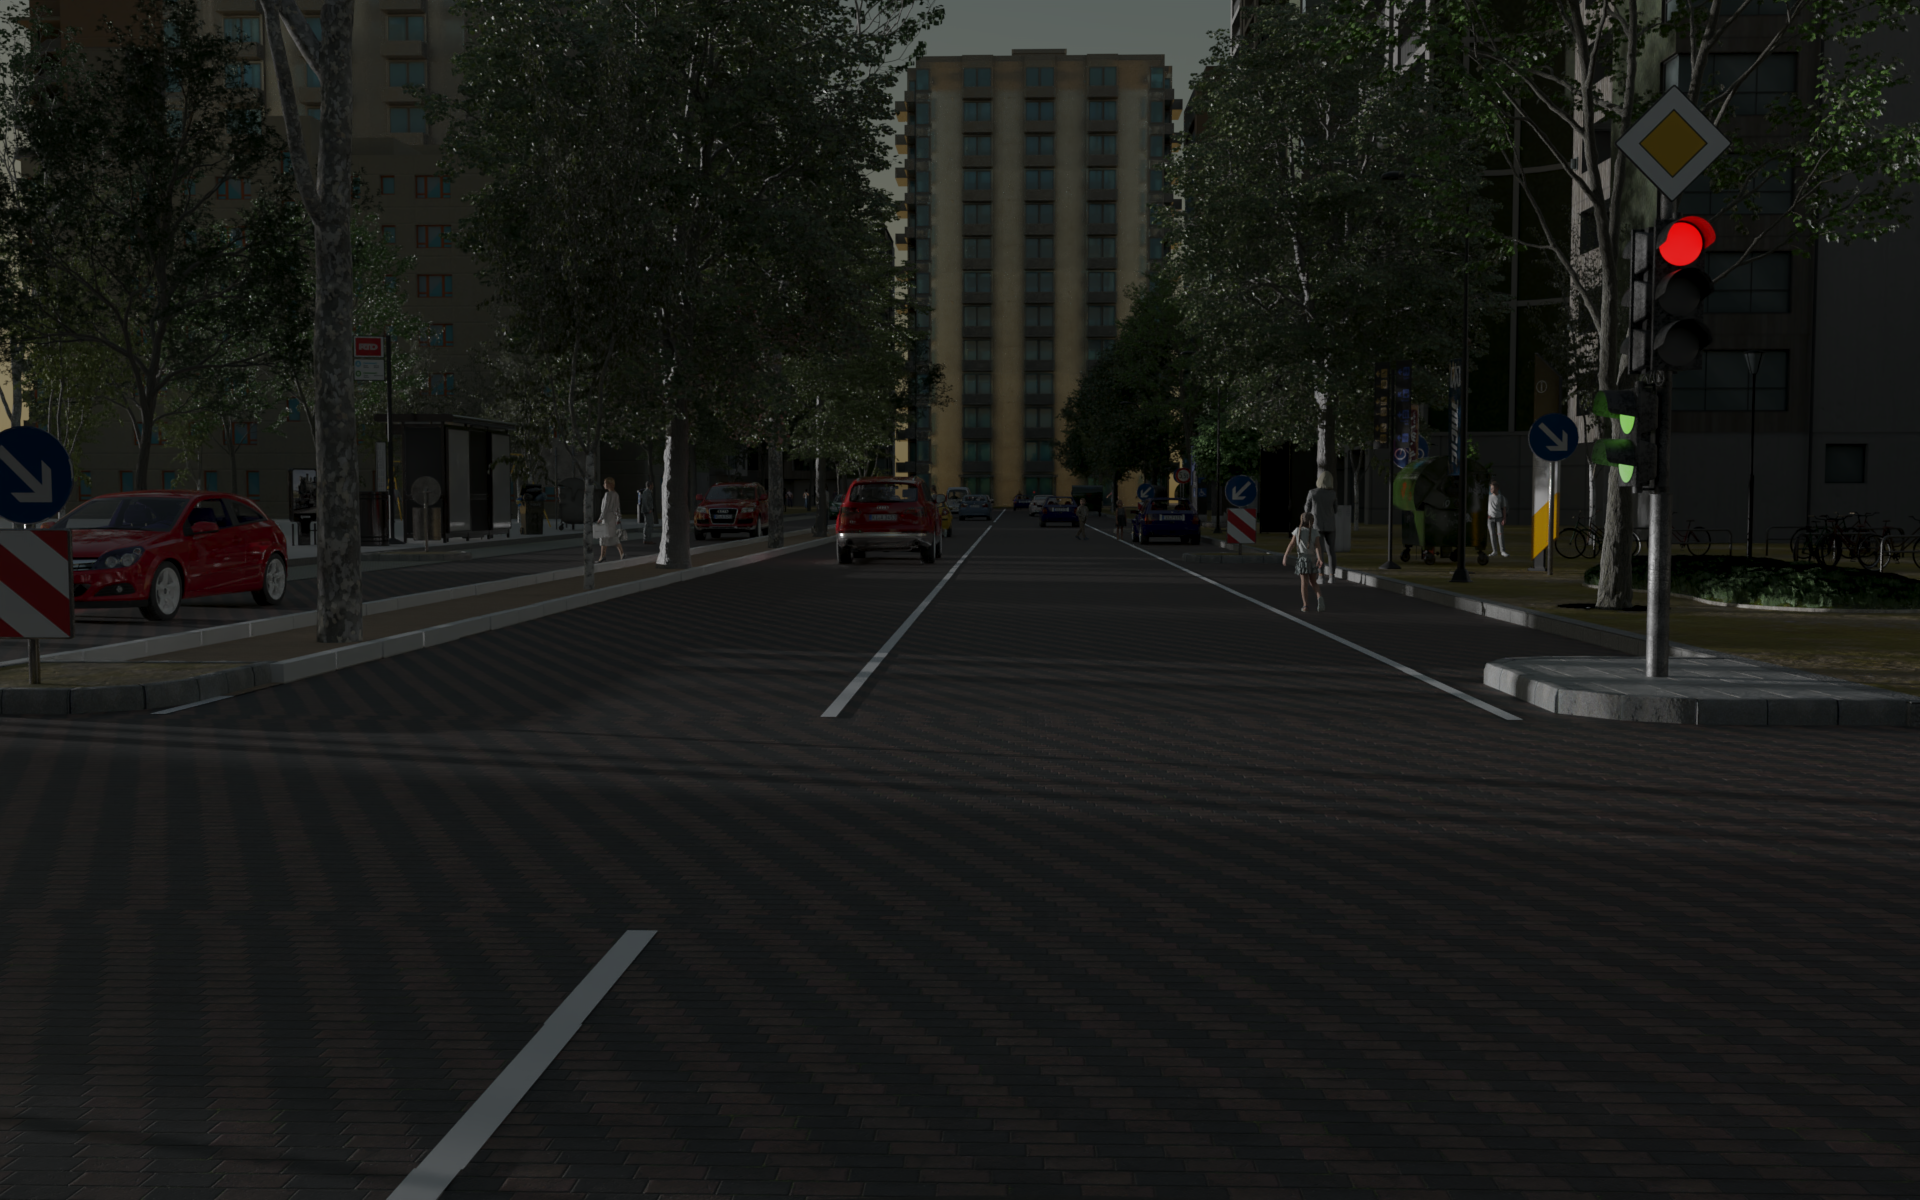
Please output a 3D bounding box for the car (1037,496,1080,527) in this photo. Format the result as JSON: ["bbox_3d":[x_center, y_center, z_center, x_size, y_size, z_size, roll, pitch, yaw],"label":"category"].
[{"bbox_3d":[4.352,-3.877,75.975,1.945,1.354,3.894,0,4,2],"label":"car"}]

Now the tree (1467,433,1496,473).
[{"bbox_3d":[16.152,-3.678,54.732,1.663,3.219,1.824,0,3,0],"label":"tree"}]

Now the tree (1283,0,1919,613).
[{"bbox_3d":[7.265,-5.690,18.780,9.928,11.665,9.643,0,3,0],"label":"tree"}]

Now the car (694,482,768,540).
[{"bbox_3d":[-7.203,-2.862,55.475,2.281,1.827,5.304,0,4,1],"label":"car"}]

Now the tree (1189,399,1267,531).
[{"bbox_3d":[9.390,-4.651,59.761,4.285,4.588,4.351,0,3,0],"label":"tree"}]

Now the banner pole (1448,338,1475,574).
[{"bbox_3d":[8.075,-2.327,28.061,0.401,3.779,0.863,-1,4,-8],"label":"banner pole"}]

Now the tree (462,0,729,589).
[{"bbox_3d":[-5.560,-4.470,25.906,4.360,8.622,3.978,0,3,0],"label":"tree"}]

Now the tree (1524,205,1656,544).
[{"bbox_3d":[16.124,-5.708,43.695,4.360,8.622,3.978,0,3,0],"label":"tree"}]

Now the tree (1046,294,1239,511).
[{"bbox_3d":[11.226,-11.140,99.148,9.611,12.733,9.660,0,3,0],"label":"tree"}]

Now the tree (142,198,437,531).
[{"bbox_3d":[-21.977,-8.179,59.475,9.928,11.665,9.643,0,3,0],"label":"tree"}]

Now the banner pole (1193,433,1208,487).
[{"bbox_3d":[9.764,-4.942,70.821,0.863,3.779,0.401,-1,4,-20],"label":"banner pole"}]

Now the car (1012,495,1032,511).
[{"bbox_3d":[5.495,-8.433,150.464,1.945,1.354,3.894,0,4,2],"label":"car"}]

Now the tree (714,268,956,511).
[{"bbox_3d":[-4.302,-7.921,66.379,8.767,10.594,7.601,0,4,2],"label":"tree"}]

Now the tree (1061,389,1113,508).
[{"bbox_3d":[12.650,-14.664,157.886,7.486,12.596,7.792,0,3,0],"label":"tree"}]

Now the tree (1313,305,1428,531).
[{"bbox_3d":[13.878,-6.712,60.108,4.737,8.622,4.395,0,3,0],"label":"tree"}]

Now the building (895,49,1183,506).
[{"bbox_3d":[8.470,-34.842,189.277,30.456,49.044,23.786,0,4,2],"label":"building"}]

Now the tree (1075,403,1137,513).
[{"bbox_3d":[10.364,-10.377,120.032,4.737,8.622,4.395,0,3,0],"label":"tree"}]

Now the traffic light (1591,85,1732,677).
[{"bbox_3d":[4.888,-1.416,12.079,0.839,4.253,0.868,0,4,2],"label":"traffic light"}]

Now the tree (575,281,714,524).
[{"bbox_3d":[-13.356,-8.523,73.762,7.601,10.594,8.767,0,4,2],"label":"tree"}]

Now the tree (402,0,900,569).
[{"bbox_3d":[-5.497,-7.574,32.940,9.857,13.997,8.962,0,3,0],"label":"tree"}]

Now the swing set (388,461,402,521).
[{"bbox_3d":[-25.174,-5.133,81.544,3.119,2.851,2.862,0,4,-2],"label":"swing set"}]

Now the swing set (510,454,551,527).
[{"bbox_3d":[-17.722,-4.185,66.045,2.862,2.851,3.119,2,4,24],"label":"swing set"}]

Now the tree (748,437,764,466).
[{"bbox_3d":[-12.763,-9.026,97.942,4.360,8.622,3.978,0,3,0],"label":"tree"}]

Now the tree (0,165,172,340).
[{"bbox_3d":[-20.528,-5.476,39.895,4.737,8.622,4.395,0,3,0],"label":"tree"}]

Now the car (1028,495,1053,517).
[{"bbox_3d":[5.423,-6.073,111.659,2.083,1.381,4.827,0,4,0],"label":"car"}]

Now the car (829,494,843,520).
[{"bbox_3d":[-6.365,-5.255,97.724,2.131,1.459,4.920,0,4,0],"label":"car"}]

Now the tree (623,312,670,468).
[{"bbox_3d":[-13.107,-10.144,83.980,7.486,12.596,7.792,0,3,0],"label":"tree"}]

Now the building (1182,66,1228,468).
[{"bbox_3d":[31.504,-32.692,184.623,14.200,45.320,14.600,0,4,2],"label":"building"}]

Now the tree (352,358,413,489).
[{"bbox_3d":[-28.941,-8.315,86.314,4.737,8.622,4.395,0,3,0],"label":"tree"}]

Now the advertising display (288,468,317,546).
[{"bbox_3d":[-16.420,-2.330,43.315,0.123,1.923,0.974,1,4,17],"label":"advertising display"}]

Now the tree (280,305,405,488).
[{"bbox_3d":[-23.843,-7.088,66.255,4.360,8.622,3.978,0,3,0],"label":"tree"}]

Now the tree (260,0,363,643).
[{"bbox_3d":[-7.182,-9.706,17.034,12.611,20.169,13.585,0,3,0],"label":"tree"}]

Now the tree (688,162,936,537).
[{"bbox_3d":[-4.715,-8.378,57.568,7.486,12.596,7.792,0,3,0],"label":"tree"}]

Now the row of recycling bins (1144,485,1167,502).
[{"bbox_3d":[9.451,-4.659,83.285,1.069,1.692,3.534,1,4,11],"label":"row of recycling bins"}]

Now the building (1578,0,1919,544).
[{"bbox_3d":[25.589,-17.073,50.850,14.160,30.474,14.107,0,4,2],"label":"building"}]

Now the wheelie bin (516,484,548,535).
[{"bbox_3d":[-13.514,-2.869,54.817,0.980,1.594,0.693,-2,4,-33],"label":"wheelie bin"}]

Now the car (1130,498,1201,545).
[{"bbox_3d":[5.977,-2.318,50.486,1.945,1.354,3.894,0,4,1],"label":"car"}]

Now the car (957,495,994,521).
[{"bbox_3d":[0.848,-5.063,94.784,2.014,1.417,4.499,0,4,2],"label":"car"}]

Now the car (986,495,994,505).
[{"bbox_3d":[1.829,-8.321,148.412,2.083,1.381,4.827,0,4,3],"label":"car"}]

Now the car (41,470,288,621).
[{"bbox_3d":[-9.769,-0.726,20.914,2.155,1.783,4.494,0,4,3],"label":"car"}]

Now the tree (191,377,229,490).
[{"bbox_3d":[-38.259,-8.320,86.398,4.737,8.622,4.395,0,3,0],"label":"tree"}]

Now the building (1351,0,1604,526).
[{"bbox_3d":[27.519,-38.937,74.868,20.563,71.187,20.611,0,4,2],"label":"building"}]

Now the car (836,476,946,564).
[{"bbox_3d":[-1.468,-1.749,37.269,2.281,1.827,5.304,0,4,2],"label":"car"}]

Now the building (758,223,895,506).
[{"bbox_3d":[-14.323,-25.363,186.383,14.107,30.474,14.160,0,4,2],"label":"building"}]

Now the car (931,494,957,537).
[{"bbox_3d":[-1.123,-2.988,59.076,2.015,1.641,3.980,0,4,0],"label":"car"}]

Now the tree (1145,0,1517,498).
[{"bbox_3d":[9.258,-8.338,42.977,9.857,13.997,8.962,0,3,0],"label":"tree"}]

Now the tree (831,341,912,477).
[{"bbox_3d":[-4.044,-7.350,72.995,4.737,8.622,4.395,0,3,0],"label":"tree"}]

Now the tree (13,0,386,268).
[{"bbox_3d":[-14.490,-5.899,30.866,7.601,10.594,8.767,0,4,7],"label":"tree"}]
